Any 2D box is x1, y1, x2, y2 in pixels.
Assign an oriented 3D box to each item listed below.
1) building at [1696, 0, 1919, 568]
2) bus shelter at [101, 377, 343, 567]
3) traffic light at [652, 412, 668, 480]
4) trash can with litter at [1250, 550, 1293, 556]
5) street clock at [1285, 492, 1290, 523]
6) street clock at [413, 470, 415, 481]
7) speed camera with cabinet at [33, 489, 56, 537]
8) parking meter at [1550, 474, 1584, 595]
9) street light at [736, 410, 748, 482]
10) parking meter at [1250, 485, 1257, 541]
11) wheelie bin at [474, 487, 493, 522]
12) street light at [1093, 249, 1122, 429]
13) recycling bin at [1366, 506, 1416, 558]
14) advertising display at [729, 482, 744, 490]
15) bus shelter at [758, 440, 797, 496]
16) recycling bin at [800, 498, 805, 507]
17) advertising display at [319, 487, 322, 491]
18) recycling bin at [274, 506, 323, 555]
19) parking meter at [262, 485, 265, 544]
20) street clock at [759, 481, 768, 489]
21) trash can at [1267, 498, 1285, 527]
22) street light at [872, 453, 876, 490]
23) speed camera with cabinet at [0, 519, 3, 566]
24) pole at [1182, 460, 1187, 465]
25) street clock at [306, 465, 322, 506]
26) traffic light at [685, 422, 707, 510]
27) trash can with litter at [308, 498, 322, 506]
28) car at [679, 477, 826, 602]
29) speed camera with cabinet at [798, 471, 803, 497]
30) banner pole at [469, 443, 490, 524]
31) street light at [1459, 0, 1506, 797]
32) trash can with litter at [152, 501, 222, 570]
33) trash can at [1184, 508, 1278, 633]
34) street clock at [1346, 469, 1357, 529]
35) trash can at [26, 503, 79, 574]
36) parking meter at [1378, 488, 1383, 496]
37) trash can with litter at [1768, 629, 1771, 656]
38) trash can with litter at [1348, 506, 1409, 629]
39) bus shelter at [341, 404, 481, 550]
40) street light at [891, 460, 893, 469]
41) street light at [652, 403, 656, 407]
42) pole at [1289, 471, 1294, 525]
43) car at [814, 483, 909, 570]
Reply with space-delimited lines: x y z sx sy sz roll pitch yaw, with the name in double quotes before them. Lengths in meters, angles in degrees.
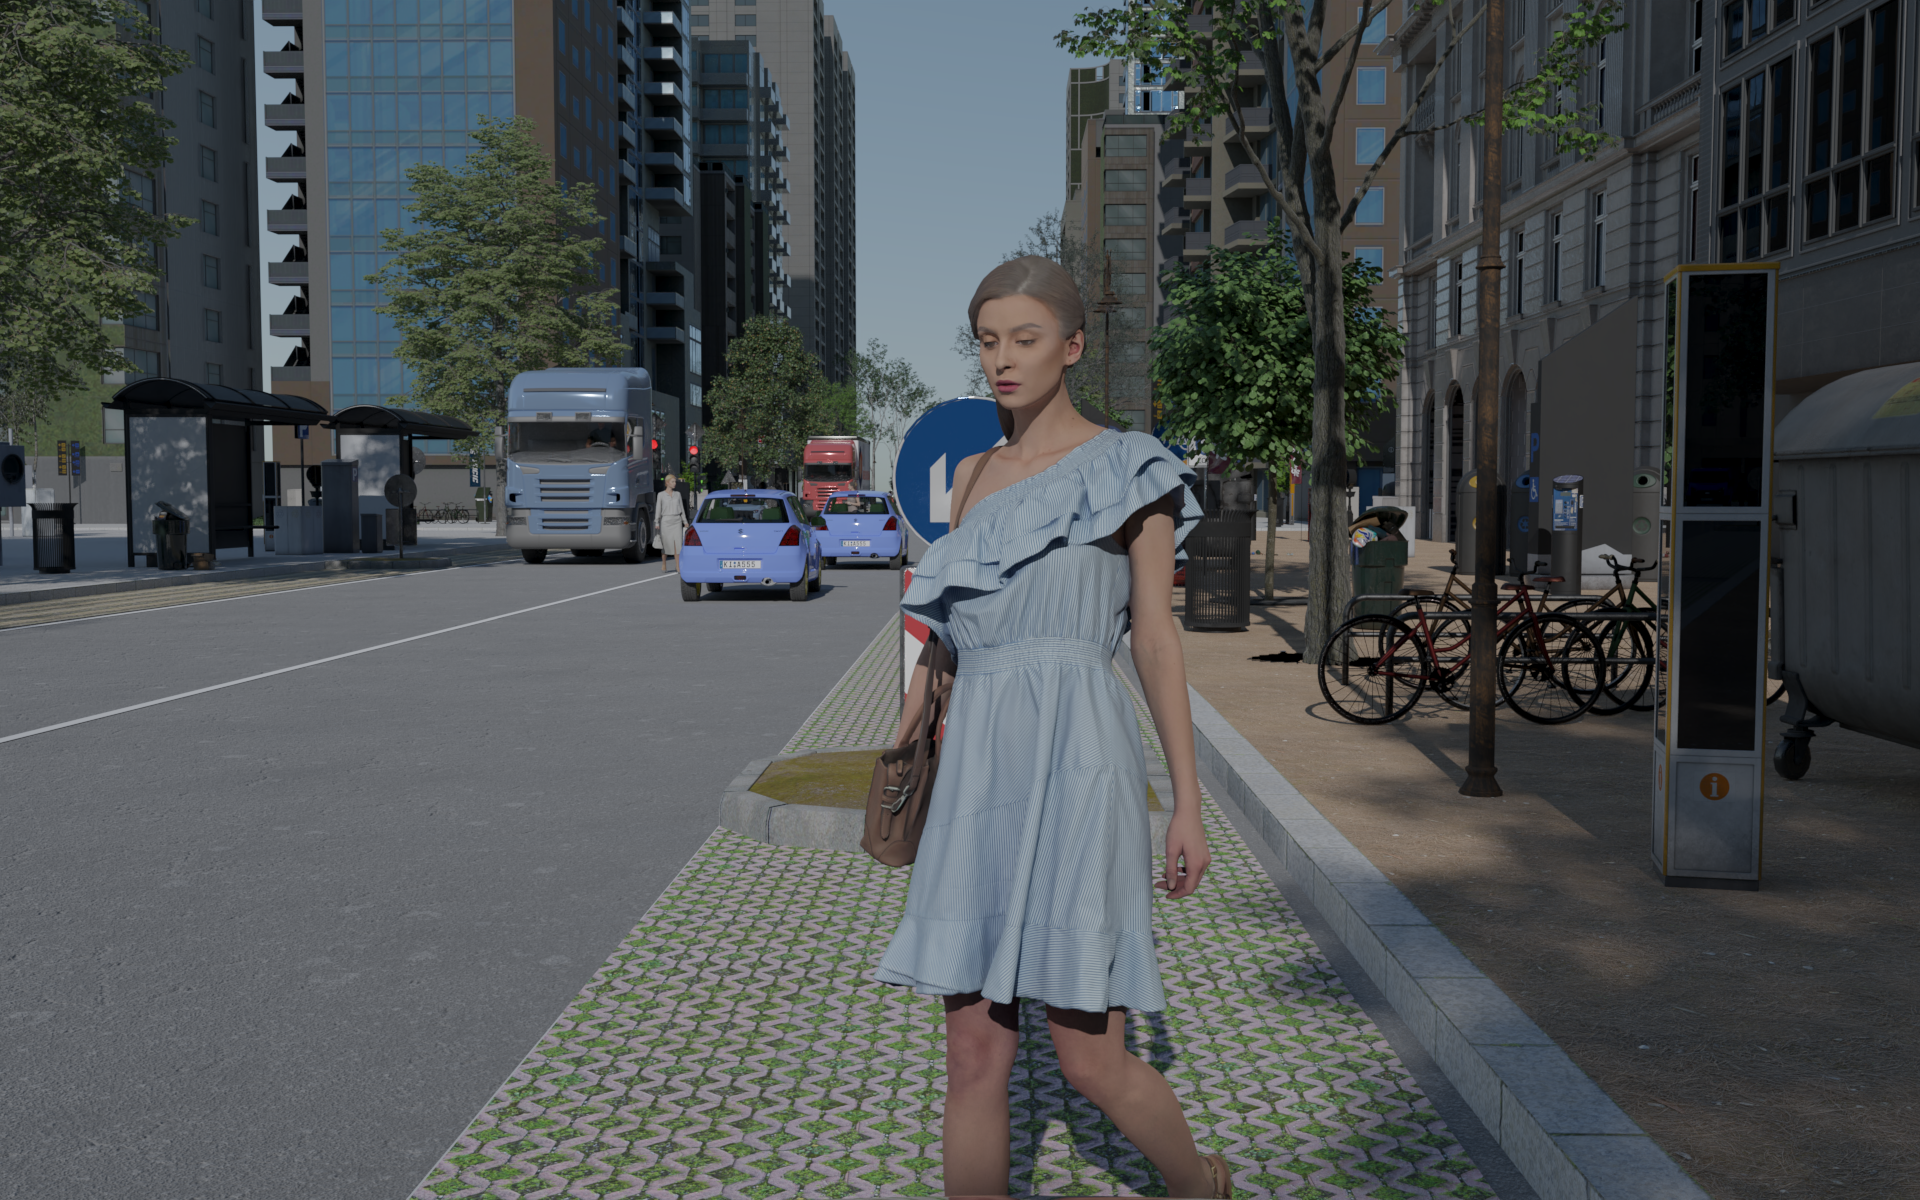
"building" 17.824 -13.520 14.565 14.314 27.812 24.014 0 4 1
"bus shelter" -13.783 -2.374 32.735 2.014 3.302 5.546 0 4 1
"traffic light" -10.475 -4.321 59.566 0.839 4.253 0.868 0 4 1
"trash can with litter" 5.860 -1.552 36.439 2.233 1.210 1.678 1 4 19
"street clock" 14.523 -4.410 76.666 0.471 2.002 0.358 1 4 19
"street clock" -14.422 -2.478 45.080 0.471 2.002 0.358 -1 4 -11
"speed camera with cabinet" -27.978 -3.531 52.060 2.038 3.252 0.660 3 4 38
"parking meter" 7.742 -0.837 22.093 0.372 1.533 0.369 0 3 0
"street light" -11.818 -7.418 94.064 0.468 5.910 1.993 0 4 1
"parking meter" 7.974 -2.401 47.671 0.372 1.533 0.369 0 3 0
"wheelie bin" -21.846 -4.377 79.476 0.980 1.594 0.693 1 4 13
"street light" 2.789 -3.678 32.925 0.468 5.910 1.993 0 4 1
"recycling bin" 8.736 -1.382 35.150 0.722 1.027 0.722 -2 4 -29
"advertising display" -11.749 -5.254 91.112 0.123 1.923 0.974 3 4 36
"bus shelter" -12.592 -8.728 120.333 2.179 5.291 8.768 0 4 1
"recycling bin" -11.229 -6.981 126.686 0.722 1.027 0.722 2 4 35
"advertising display" -21.477 -3.299 59.151 0.123 1.923 0.974 2 4 34
"recycling bin" -14.025 -1.479 36.735 0.722 1.027 0.722 1 4 15
"parking meter" -17.667 -2.201 44.403 0.372 1.533 0.369 0 3 0
"street clock" -11.316 -5.815 99.642 0.471 2.002 0.358 1 4 15
"trash can" 12.275 -3.407 67.357 0.748 1.137 0.748 0 3 0
"street light" -9.651 -13.648 195.938 0.468 5.910 1.993 0 4 1
"speed camera with cabinet" -17.140 -2.182 30.006 0.660 3.252 2.038 1 4 10
"pole" 7.048 -3.710 54.497 0.158 3.312 0.155 0 3 0
"street clock" -15.996 -2.357 43.109 0.471 2.002 0.358 -1 4 -14
"traffic light" -10.308 -4.809 67.550 0.839 4.253 0.868 0 4 1
"trash can with litter" -17.325 -2.185 47.114 0.624 1.170 1.055 -3 4 -38
"car" -2.878 -0.903 24.362 1.945 1.707 3.694 0 4 -1
"speed camera with cabinet" -12.653 -8.480 132.976 2.038 3.252 0.660 -2 4 -32
"banner pole" -20.609 -5.149 74.209 0.863 3.779 0.401 0 4 -1
"street light" 2.228 -2.107 7.229 0.468 5.910 1.993 0 4 1
"trash can with litter" -13.089 -1.098 29.333 1.055 1.170 0.624 0 4 -6
"trash can" 2.401 -0.274 16.138 0.748 1.137 0.748 0 3 0
"street clock" 11.444 -2.831 50.864 0.358 2.002 0.471 -1 4 -10
"trash can" -14.643 -0.999 27.983 0.748 1.137 0.748 0 3 0
"parking meter" 17.267 -3.812 70.738 0.372 1.533 0.369 0 3 0
"trash can with litter" 7.077 -0.174 13.908 1.678 1.210 2.233 -1 4 -14
"trash can with litter" 3.881 -0.324 16.677 0.624 1.170 1.055 -1 4 -10
"bus shelter" -13.377 -2.931 41.851 2.014 3.302 5.546 0 4 1
"street light" -8.961 -15.652 228.690 0.468 5.910 1.993 0 4 1
"street light" -12.364 -5.846 68.368 0.468 5.910 1.993 0 4 1
"pole" 13.665 -4.735 71.258 0.158 3.312 0.155 0 3 0
"car" -1.908 -1.487 33.896 1.945 1.707 3.694 0 4 1
